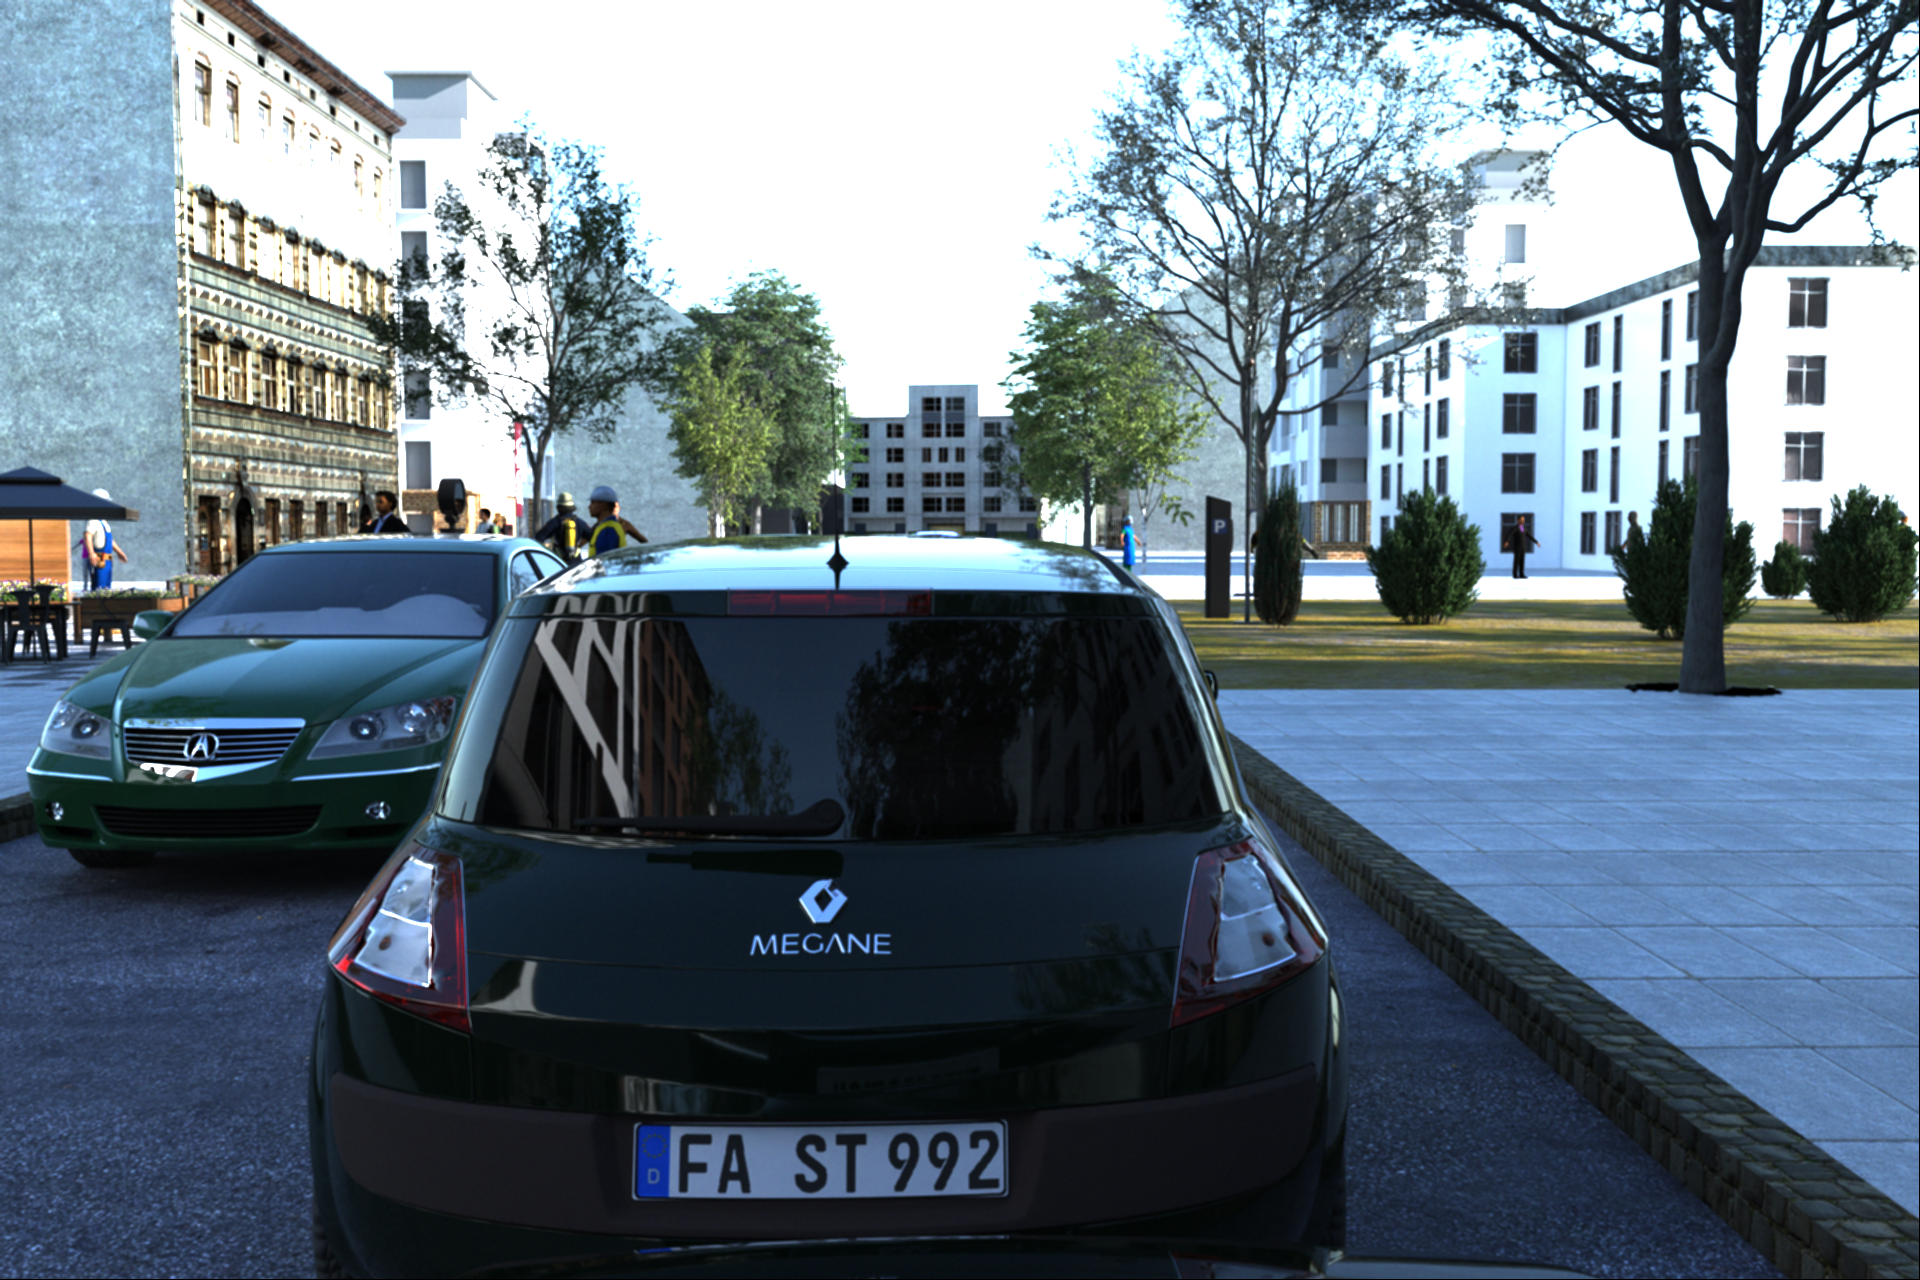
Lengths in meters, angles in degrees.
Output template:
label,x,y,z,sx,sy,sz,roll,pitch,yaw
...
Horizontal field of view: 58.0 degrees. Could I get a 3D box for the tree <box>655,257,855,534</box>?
label,x,y,z,sx,sy,sz,roll,pitch,yaw
tree,-9.635,-10.702,81.625,9.857,13.997,8.962,0,3,0

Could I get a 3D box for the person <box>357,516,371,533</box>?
label,x,y,z,sx,sy,sz,roll,pitch,yaw
person,-16.970,-2.661,49.689,1.347,1.806,0.705,2,4,31

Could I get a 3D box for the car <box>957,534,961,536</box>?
label,x,y,z,sx,sy,sz,roll,pitch,yaw
car,-0.555,-5.571,100.872,2.009,1.686,4.222,0,4,-2

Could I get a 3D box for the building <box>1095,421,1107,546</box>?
label,x,y,z,sx,sy,sz,roll,pitch,yaw
building,24.515,-21.715,185.963,19.493,23.208,18.063,0,3,0

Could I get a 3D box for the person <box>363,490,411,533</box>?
label,x,y,z,sx,sy,sz,roll,pitch,yaw
person,-6.098,-0.703,18.212,1.216,1.740,0.721,2,4,27

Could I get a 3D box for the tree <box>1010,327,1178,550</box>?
label,x,y,z,sx,sy,sz,roll,pitch,yaw
tree,6.426,-9.653,83.589,9.928,11.665,9.643,0,3,0

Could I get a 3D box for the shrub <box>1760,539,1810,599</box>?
label,x,y,z,sx,sy,sz,roll,pitch,yaw
shrub,16.289,-1.414,34.231,1.383,1.207,1.383,0,3,0

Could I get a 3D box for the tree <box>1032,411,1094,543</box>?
label,x,y,z,sx,sy,sz,roll,pitch,yaw
tree,6.104,-9.140,99.793,4.737,8.622,4.395,0,3,0

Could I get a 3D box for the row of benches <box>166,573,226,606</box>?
label,x,y,z,sx,sy,sz,roll,pitch,yaw
row of benches,-11.355,-0.652,26.130,1.422,0.672,4.104,-2,4,-32

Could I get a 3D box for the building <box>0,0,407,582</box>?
label,x,y,z,sx,sy,sz,roll,pitch,yaw
building,-29.847,-13.665,54.357,19.493,23.208,18.063,0,4,-1

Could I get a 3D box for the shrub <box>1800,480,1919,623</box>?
label,x,y,z,sx,sy,sz,roll,pitch,yaw
shrub,13.193,-1.302,25.323,1.661,2.075,1.752,0,3,0

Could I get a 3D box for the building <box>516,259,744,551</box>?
label,x,y,z,sx,sy,sz,roll,pitch,yaw
building,-28.456,-19.002,141.607,19.493,23.208,18.063,0,4,0

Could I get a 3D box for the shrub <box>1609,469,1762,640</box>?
label,x,y,z,sx,sy,sz,roll,pitch,yaw
shrub,8.860,-1.047,21.159,1.661,2.075,1.752,0,3,0

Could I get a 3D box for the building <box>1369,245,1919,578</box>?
label,x,y,z,sx,sy,sz,roll,pitch,yaw
building,23.165,-7.482,64.473,9.099,9.664,28.070,0,4,-1

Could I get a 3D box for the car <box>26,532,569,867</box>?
label,x,y,z,sx,sy,sz,roll,pitch,yaw
car,-2.912,0.173,8.975,2.131,1.459,4.920,0,4,-1

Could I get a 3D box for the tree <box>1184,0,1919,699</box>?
label,x,y,z,sx,sy,sz,roll,pitch,yaw
tree,6.053,-6.307,13.494,12.009,13.543,11.850,0,3,0

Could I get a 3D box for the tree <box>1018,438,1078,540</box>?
label,x,y,z,sx,sy,sz,roll,pitch,yaw
tree,5.416,-9.639,107.959,4.737,8.622,4.395,0,3,0

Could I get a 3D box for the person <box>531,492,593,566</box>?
label,x,y,z,sx,sy,sz,roll,pitch,yaw
person,-5.474,-1.117,24.034,1.354,1.856,0.705,-2,4,-28

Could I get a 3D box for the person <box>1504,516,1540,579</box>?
label,x,y,z,sx,sy,sz,roll,pitch,yaw
person,16.051,-2.654,49.611,1.346,1.802,0.704,-2,4,-27

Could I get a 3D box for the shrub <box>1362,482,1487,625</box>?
label,x,y,z,sx,sy,sz,roll,pitch,yaw
shrub,6.623,-1.239,24.674,1.690,2.028,1.600,0,3,0

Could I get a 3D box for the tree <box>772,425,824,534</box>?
label,x,y,z,sx,sy,sz,roll,pitch,yaw
tree,-9.611,-9.195,100.699,4.360,8.622,3.978,0,3,0

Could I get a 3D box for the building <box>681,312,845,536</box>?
label,x,y,z,sx,sy,sz,roll,pitch,yaw
building,-26.537,-20.310,176.041,27.936,21.610,32.646,0,4,-1

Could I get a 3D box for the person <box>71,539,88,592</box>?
label,x,y,z,sx,sy,sz,roll,pitch,yaw
person,-19.090,-1.751,37.900,0.991,1.433,0.599,0,4,-5

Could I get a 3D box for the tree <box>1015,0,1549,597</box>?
label,x,y,z,sx,sy,sz,roll,pitch,yaw
tree,6.137,-7.634,35.194,12.009,13.543,11.850,0,3,0

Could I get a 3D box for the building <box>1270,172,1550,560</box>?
label,x,y,z,sx,sy,sz,roll,pitch,yaw
building,22.788,-14.718,97.061,16.016,20.090,11.380,0,3,0

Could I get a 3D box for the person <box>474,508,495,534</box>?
label,x,y,z,sx,sy,sz,roll,pitch,yaw
person,-9.590,-1.758,34.932,1.347,1.806,0.705,3,4,36

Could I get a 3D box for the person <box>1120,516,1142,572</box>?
label,x,y,z,sx,sy,sz,roll,pitch,yaw
person,4.946,-2.726,50.693,0.704,1.817,1.347,2,4,29

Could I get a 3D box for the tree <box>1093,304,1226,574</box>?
label,x,y,z,sx,sy,sz,roll,pitch,yaw
tree,6.025,-6.414,55.237,4.737,8.622,4.395,0,3,0

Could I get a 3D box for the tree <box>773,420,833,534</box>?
label,x,y,z,sx,sy,sz,roll,pitch,yaw
tree,-9.496,-9.561,106.692,4.737,8.622,4.395,0,3,0

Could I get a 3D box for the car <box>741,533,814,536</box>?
label,x,y,z,sx,sy,sz,roll,pitch,yaw
car,-2.341,-0.652,22.465,2.131,1.459,4.920,0,4,-1

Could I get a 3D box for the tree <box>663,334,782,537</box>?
label,x,y,z,sx,sy,sz,roll,pitch,yaw
tree,-8.851,-6.997,64.758,4.737,8.622,4.395,0,3,0

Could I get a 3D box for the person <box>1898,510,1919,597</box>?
label,x,y,z,sx,sy,sz,roll,pitch,yaw
person,19.347,-1.770,35.400,0.721,1.772,1.216,-1,4,-14

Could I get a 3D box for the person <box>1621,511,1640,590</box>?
label,x,y,z,sx,sy,sz,roll,pitch,yaw
person,15.415,-2.056,39.746,0.705,1.813,1.348,1,4,10

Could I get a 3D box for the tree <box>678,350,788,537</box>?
label,x,y,z,sx,sy,sz,roll,pitch,yaw
tree,-9.821,-7.321,70.057,4.360,8.622,3.978,0,3,0

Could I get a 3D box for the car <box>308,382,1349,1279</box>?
label,x,y,z,sx,sy,sz,roll,pitch,yaw
car,-0.247,0.327,4.435,2.009,1.686,4.222,0,4,-1

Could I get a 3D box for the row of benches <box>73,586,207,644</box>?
label,x,y,z,sx,sy,sz,roll,pitch,yaw
row of benches,-8.405,-0.290,20.200,4.104,0.672,1.422,0,4,7

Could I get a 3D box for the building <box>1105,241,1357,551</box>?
label,x,y,z,sx,sy,sz,roll,pitch,yaw
building,21.858,-18.879,139.593,19.493,23.208,18.063,0,4,0

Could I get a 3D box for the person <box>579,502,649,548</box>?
label,x,y,z,sx,sy,sz,roll,pitch,yaw
person,-5.214,-1.221,26.096,1.346,1.812,0.704,-1,4,-17

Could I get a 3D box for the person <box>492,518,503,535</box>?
label,x,y,z,sx,sy,sz,roll,pitch,yaw
person,-13.204,-2.611,49.488,1.217,1.733,0.721,1,4,15

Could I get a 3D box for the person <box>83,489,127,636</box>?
label,x,y,z,sx,sy,sz,roll,pitch,yaw
person,-10.850,-0.983,21.921,0.705,1.847,1.347,-1,4,-11

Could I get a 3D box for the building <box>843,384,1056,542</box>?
label,x,y,z,sx,sy,sz,roll,pitch,yaw
building,-4.784,-20.948,211.412,31.486,18.905,16.747,1,4,9

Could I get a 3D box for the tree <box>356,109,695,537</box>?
label,x,y,z,sx,sy,sz,roll,pitch,yaw
tree,-9.796,-6.401,39.070,8.767,10.594,7.601,1,4,10

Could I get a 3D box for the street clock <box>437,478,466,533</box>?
label,x,y,z,sx,sy,sz,roll,pitch,yaw
street clock,-6.597,-1.098,22.529,0.358,2.002,0.471,0,4,1

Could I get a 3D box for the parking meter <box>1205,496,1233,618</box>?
label,x,y,z,sx,sy,sz,roll,pitch,yaw
parking meter,3.950,-1.265,26.398,0.399,1.863,0.255,0,4,0

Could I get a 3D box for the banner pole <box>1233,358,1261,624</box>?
label,x,y,z,sx,sy,sz,roll,pitch,yaw
banner pole,4.130,-2.111,24.534,0.401,3.779,0.863,0,4,-1

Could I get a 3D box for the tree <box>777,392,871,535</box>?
label,x,y,z,sx,sy,sz,roll,pitch,yaw
tree,-9.592,-11.720,117.376,9.928,11.665,9.643,0,3,0

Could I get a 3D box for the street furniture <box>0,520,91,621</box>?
label,x,y,z,sx,sy,sz,roll,pitch,yaw
street furniture,-18.109,-1.199,26.463,9.812,1.723,11.010,-2,4,-26

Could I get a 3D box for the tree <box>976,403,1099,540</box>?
label,x,y,z,sx,sy,sz,roll,pitch,yaw
tree,5.511,-11.195,117.453,8.767,10.594,7.601,-1,4,-10

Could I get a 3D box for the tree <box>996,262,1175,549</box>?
label,x,y,z,sx,sy,sz,roll,pitch,yaw
tree,5.299,-9.431,72.327,7.486,12.596,7.792,0,3,0

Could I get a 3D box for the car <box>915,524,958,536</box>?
label,x,y,z,sx,sy,sz,roll,pitch,yaw
car,-0.631,-2.208,45.687,1.945,1.707,3.694,0,4,0

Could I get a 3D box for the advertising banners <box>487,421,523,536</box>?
label,x,y,z,sx,sy,sz,roll,pitch,yaw
advertising banners,-6.879,-1.843,26.327,0.090,3.025,2.074,0,4,0

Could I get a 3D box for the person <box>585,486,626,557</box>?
label,x,y,z,sx,sy,sz,roll,pitch,yaw
person,-2.995,-0.370,14.484,0.705,1.833,1.349,0,4,-5

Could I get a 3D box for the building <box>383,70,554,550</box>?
label,x,y,z,sx,sy,sz,roll,pitch,yaw
building,-24.854,-13.189,72.068,16.016,20.090,11.380,0,4,-1

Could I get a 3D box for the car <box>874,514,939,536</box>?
label,x,y,z,sx,sy,sz,roll,pitch,yaw
car,-0.643,-0.496,17.889,2.009,1.686,4.222,0,4,-1

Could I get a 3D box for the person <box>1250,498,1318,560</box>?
label,x,y,z,sx,sy,sz,roll,pitch,yaw
person,4.938,-1.288,26.823,0.705,1.858,1.354,-3,5,-41
